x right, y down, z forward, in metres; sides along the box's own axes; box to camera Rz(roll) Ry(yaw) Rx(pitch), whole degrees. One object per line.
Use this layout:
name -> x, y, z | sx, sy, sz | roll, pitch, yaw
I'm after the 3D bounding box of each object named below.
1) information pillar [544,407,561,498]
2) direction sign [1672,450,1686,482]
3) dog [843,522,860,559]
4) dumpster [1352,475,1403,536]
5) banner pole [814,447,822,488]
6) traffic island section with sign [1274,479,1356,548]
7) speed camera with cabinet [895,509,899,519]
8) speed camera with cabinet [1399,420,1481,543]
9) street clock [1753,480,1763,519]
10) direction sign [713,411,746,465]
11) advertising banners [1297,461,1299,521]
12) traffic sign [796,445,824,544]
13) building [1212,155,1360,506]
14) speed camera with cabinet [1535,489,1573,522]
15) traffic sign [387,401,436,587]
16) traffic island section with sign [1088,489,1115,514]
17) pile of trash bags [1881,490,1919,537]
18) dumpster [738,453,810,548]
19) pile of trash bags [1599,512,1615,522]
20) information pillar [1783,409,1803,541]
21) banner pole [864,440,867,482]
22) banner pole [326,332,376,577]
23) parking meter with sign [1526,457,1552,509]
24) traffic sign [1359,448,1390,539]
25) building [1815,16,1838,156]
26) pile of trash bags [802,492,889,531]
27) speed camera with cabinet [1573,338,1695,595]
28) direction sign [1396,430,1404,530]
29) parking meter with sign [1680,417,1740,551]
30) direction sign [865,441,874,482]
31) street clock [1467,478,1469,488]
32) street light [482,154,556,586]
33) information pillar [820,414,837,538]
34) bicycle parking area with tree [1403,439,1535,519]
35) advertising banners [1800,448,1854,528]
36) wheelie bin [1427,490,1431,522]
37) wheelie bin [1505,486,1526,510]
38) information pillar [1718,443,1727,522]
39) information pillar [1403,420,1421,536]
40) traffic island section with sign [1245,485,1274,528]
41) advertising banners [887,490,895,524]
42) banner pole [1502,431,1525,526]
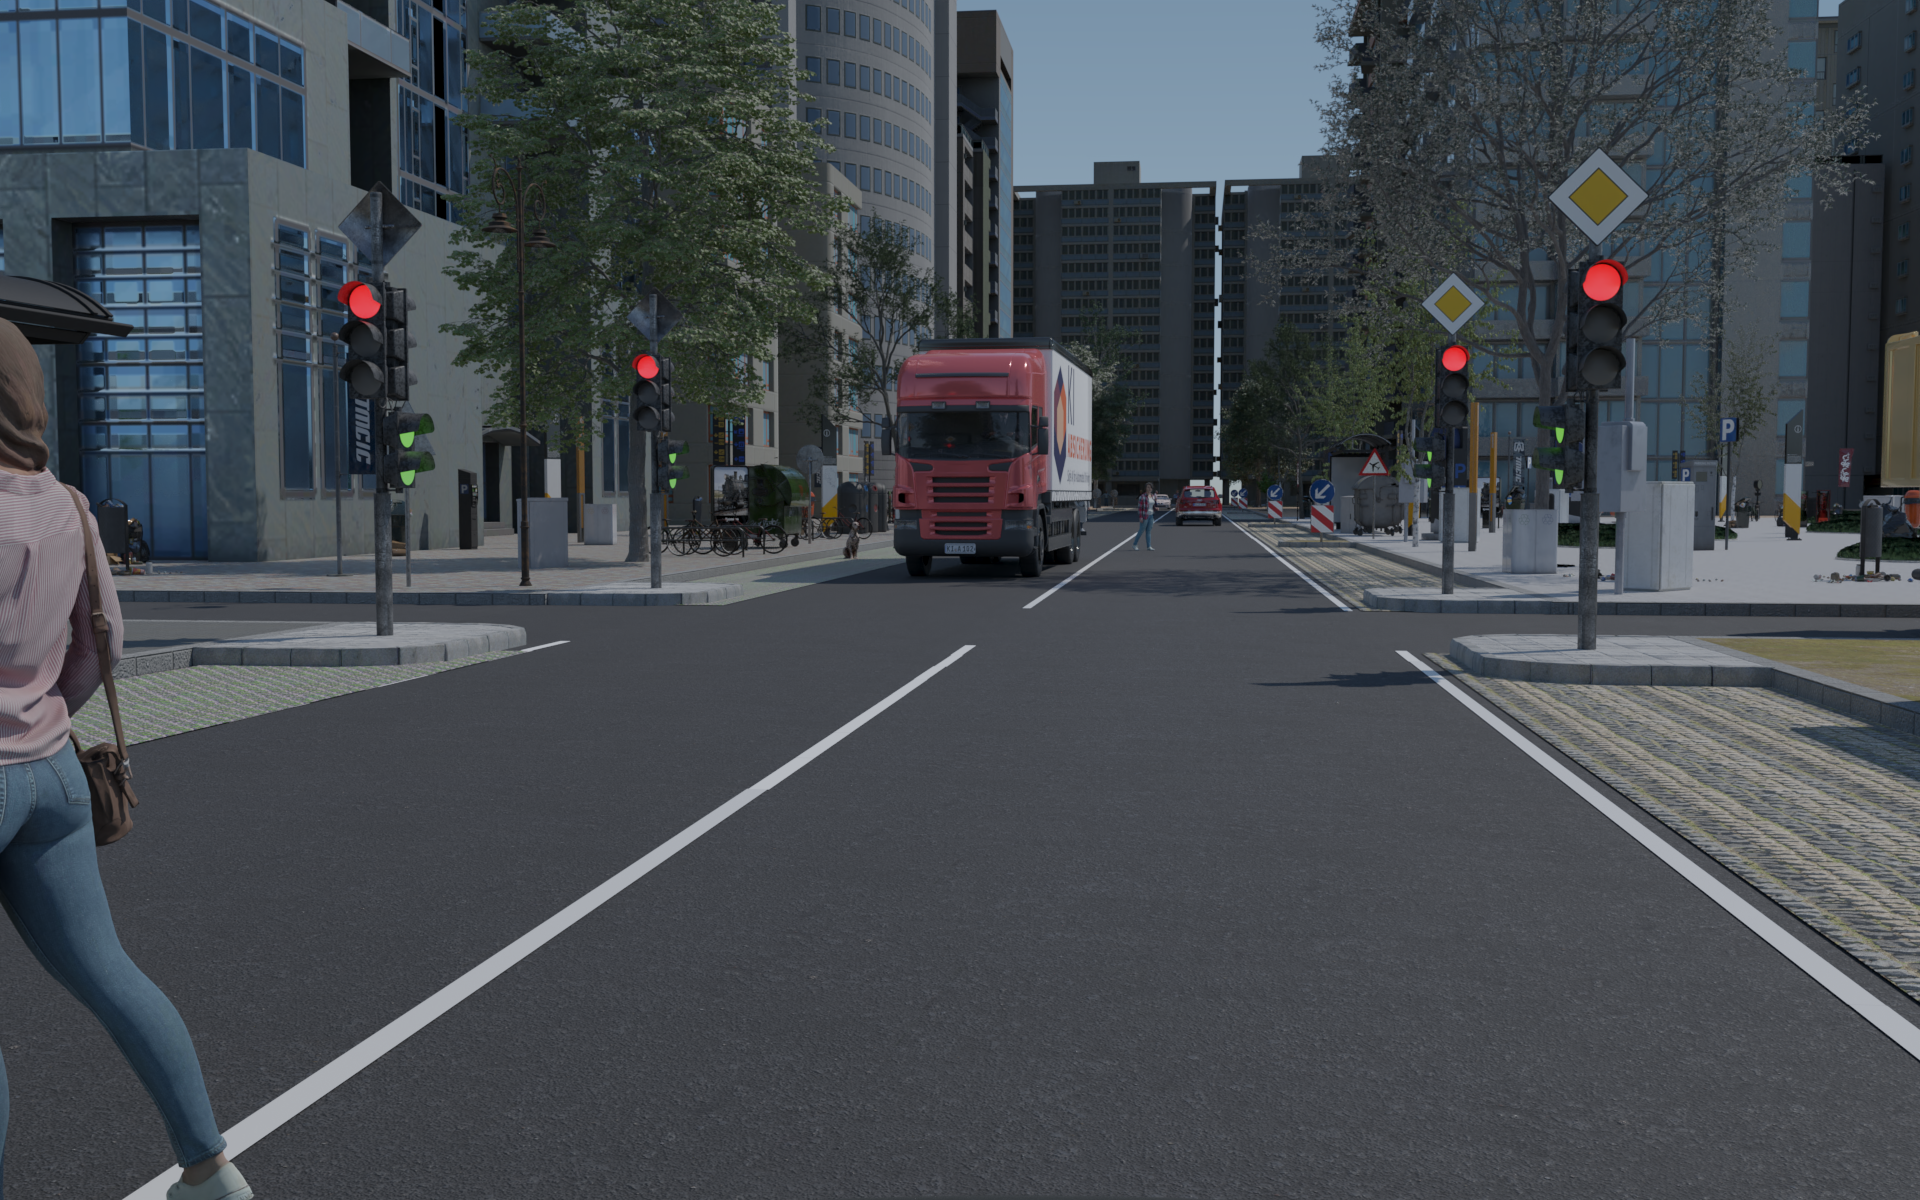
information pillar -> -9.669, -3.045, 41.147 | 0.183, 3.616, 0.504 | 2, 4, 28
direction sign -> 37.296, -5.991, 89.947 | 0.876, 3.537, 0.379 | -2, 4, -23
dog -> -2.327, -1.312, 38.289 | 0.513, 0.831, 0.800 | 1, 4, 16
dumpster -> 12.826, -2.921, 53.516 | 1.264, 1.857, 1.865 | 0, 4, 8
banner pole -> -6.434, -5.535, 80.515 | 0.863, 3.779, 0.401 | 2, 4, 26
traffic island section with sign -> 9.643, -2.341, 46.911 | 1.989, 1.847, 2.006 | 0, 4, 8
speed camera with cabinet -> -2.065, -4.222, 63.360 | 0.660, 3.252, 2.038 | 0, 4, -1
speed camera with cabinet -> 12.742, -3.159, 45.993 | 2.038, 3.252, 0.660 | 2, 4, 24
street clock -> 40.229, -5.063, 87.353 | 0.471, 2.002, 0.358 | -3, 4, -37
direction sign -> -6.265, -3.367, 47.045 | 0.876, 3.537, 0.379 | 0, 4, -3
advertising banners -> 16.205, -5.317, 83.117 | 0.090, 3.025, 2.074 | 1, 4, 11
traffic sign -> -3.878, -2.722, 44.613 | 0.768, 2.556, 0.104 | 1, 4, 17
building -> 42.090, -31.147, 201.130 | 23.993, 40.220, 32.217 | 0, 4, 8
speed camera with cabinet -> 20.417, -3.916, 58.359 | 0.660, 3.252, 2.038 | -3, 4, -39
traffic sign -> -7.623, -1.460, 23.876 | 0.884, 2.594, 0.081 | 1, 4, 17
traffic island section with sign -> 9.922, -7.105, 124.795 | 1.989, 1.847, 2.006 | 0, 4, 8
pile of trash bags -> 22.870, -1.943, 41.528 | 1.912, 1.369, 3.447 | 2, 4, 27
dumpster -> -4.529, -2.377, 41.361 | 1.502, 2.255, 1.985 | 0, 4, 8
pile of trash bags -> 26.777, -4.022, 75.505 | 3.447, 1.369, 1.912 | -2, 4, -24
information pillar -> 22.957, -3.447, 47.715 | 0.504, 3.616, 0.183 | -1, 4, -9
banner pole -> -4.406, -5.565, 80.997 | 0.401, 3.779, 0.863 | 0, 4, 5
banner pole -> -9.461, -2.261, 26.991 | 0.863, 3.779, 0.401 | -1, 4, -13
parking meter with sign -> 27.241, -5.154, 80.523 | 1.738, 3.016, 0.543 | 2, 4, 35
traffic sign -> 11.787, -3.015, 49.304 | 0.884, 2.594, 0.081 | 1, 4, 10
building -> 90.118, -36.926, 192.977 | 27.495, 52.752, 28.713 | 0, 4, 8
pile of trash bags -> -4.109, -3.097, 60.384 | 3.447, 1.369, 1.912 | 1, 4, 23
speed camera with cabinet -> 8.915, -1.736, 22.719 | 2.038, 3.252, 0.660 | -3, 5, -42
direction sign -> 15.605, -4.256, 61.579 | 0.379, 3.537, 0.876 | 2, 4, 27
parking meter with sign -> 16.775, -2.640, 39.420 | 1.738, 3.016, 0.543 | -1, 4, -14
direction sign -> -3.873, -5.022, 74.103 | 0.379, 3.537, 0.876 | 1, 4, 22
street clock -> 23.067, -4.541, 78.819 | 0.358, 2.002, 0.471 | 2, 4, 28
street light -> -6.070, -3.134, 24.021 | 0.468, 5.910, 1.993 | 0, 4, 8
information pillar -> -3.833, -3.624, 50.609 | 0.504, 3.616, 0.183 | -2, 4, -33
bicycle parking area with tree -> 26.740, -6.336, 90.592 | 8.231, 4.147, 9.016 | 2, 4, 27
advertising banners -> 32.931, -4.276, 66.092 | 2.074, 3.025, 0.090 | 1, 4, 20
wheelie bin -> 21.890, -4.397, 79.798 | 0.980, 1.594, 0.693 | 1, 4, 14
wheelie bin -> 21.555, -3.625, 67.184 | 0.693, 1.594, 0.980 | 2, 4, 32
information pillar -> 35.205, -5.415, 79.891 | 0.504, 3.616, 0.183 | -3, 5, -41
information pillar -> 13.814, -3.761, 52.848 | 0.183, 3.616, 0.504 | -3, 4, -36
traffic island section with sign -> 13.368, -4.015, 74.273 | 1.989, 1.847, 2.006 | 0, 4, 8
advertising banners -> -2.901, -4.853, 75.530 | 0.090, 3.025, 2.074 | 1, 4, 11
banner pole -> 22.201, -4.852, 69.349 | 0.863, 3.779, 0.401 | 0, 4, 3
